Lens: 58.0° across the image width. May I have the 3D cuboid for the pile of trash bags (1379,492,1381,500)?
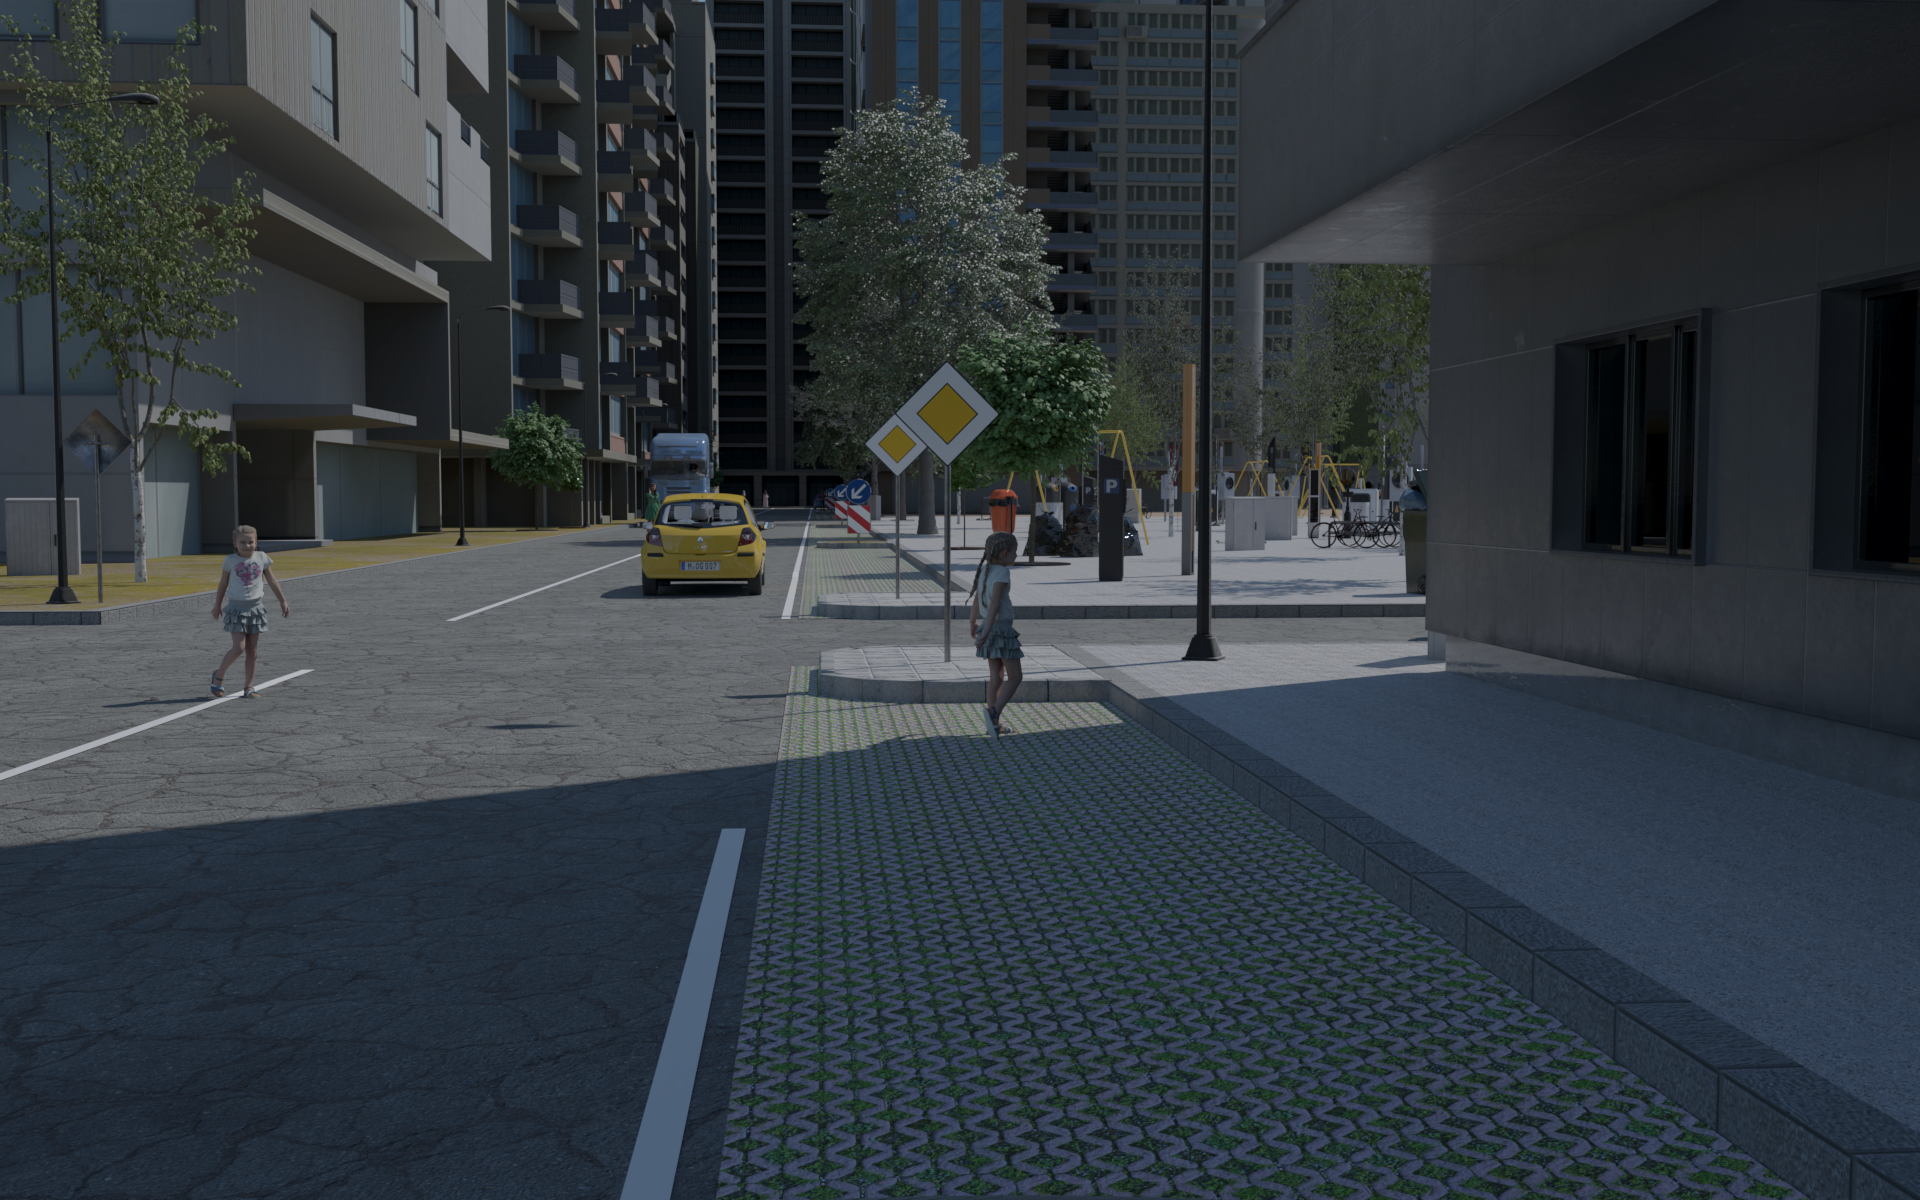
[{"bbox_3d":[23.564,-4.949,90.663,3.447,1.369,1.912,2,4,24],"label":"pile of trash bags"}]

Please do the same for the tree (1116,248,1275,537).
[{"bbox_3d":[6.457,-6.200,51.739,4.360,8.622,3.978,0,3,0],"label":"tree"}]

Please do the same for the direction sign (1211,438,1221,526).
[{"bbox_3d":[10.294,-4.739,69.483,0.379,3.537,0.876,1,4,15],"label":"direction sign"}]

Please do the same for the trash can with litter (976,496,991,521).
[{"bbox_3d":[1.661,-4.483,84.354,2.233,1.210,1.678,-2,4,-27],"label":"trash can with litter"}]

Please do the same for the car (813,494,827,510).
[{"bbox_3d":[-12.505,-8.970,158.653,2.014,1.417,4.499,0,4,-5],"label":"car"}]

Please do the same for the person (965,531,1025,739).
[{"bbox_3d":[0.158,0.200,10.249,0.382,1.210,0.505,-2,4,-30],"label":"person"}]

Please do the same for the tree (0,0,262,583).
[{"bbox_3d":[-11.837,-4.546,24.683,4.737,8.622,4.395,0,3,0],"label":"tree"}]

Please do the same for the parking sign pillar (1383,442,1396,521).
[{"bbox_3d":[20.080,-5.657,80.959,1.447,3.967,1.447,0,4,5],"label":"parking sign pillar"}]

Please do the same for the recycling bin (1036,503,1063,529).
[{"bbox_3d":[2.583,-2.367,51.251,0.722,1.027,0.722,2,4,28],"label":"recycling bin"}]

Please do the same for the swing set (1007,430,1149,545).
[{"bbox_3d":[2.687,-2.800,43.402,3.119,2.851,2.862,3,4,36],"label":"swing set"}]

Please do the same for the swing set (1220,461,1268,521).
[{"bbox_3d":[14.120,-5.169,82.138,2.862,2.851,3.119,0,4,-7],"label":"swing set"}]

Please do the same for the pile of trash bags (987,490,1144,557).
[{"bbox_3d":[2.017,-1.584,35.651,3.447,1.369,1.912,-3,4,-37],"label":"pile of trash bags"}]

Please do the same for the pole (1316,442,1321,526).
[{"bbox_3d":[14.162,-4.564,68.472,0.158,3.312,0.155,0,3,0],"label":"pole"}]

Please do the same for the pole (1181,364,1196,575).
[{"bbox_3d":[3.601,-2.045,27.279,0.158,3.312,0.155,0,3,0],"label":"pole"}]

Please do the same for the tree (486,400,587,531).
[{"bbox_3d":[-14.794,-4.700,60.554,4.285,4.588,4.351,0,3,0],"label":"tree"}]

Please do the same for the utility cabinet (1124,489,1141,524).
[{"bbox_3d":[7.197,-4.028,74.534,1.173,1.500,0.318,2,4,28],"label":"utility cabinet"}]

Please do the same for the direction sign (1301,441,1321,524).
[{"bbox_3d":[15.090,-5.047,74.523,0.876,3.537,0.379,0,4,-2],"label":"direction sign"}]

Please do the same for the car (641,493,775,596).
[{"bbox_3d":[-3.780,-0.959,25.897,2.015,1.641,3.980,0,4,-5],"label":"car"}]

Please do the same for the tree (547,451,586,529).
[{"bbox_3d":[-14.477,-4.289,64.733,1.663,3.219,1.824,0,3,0],"label":"tree"}]

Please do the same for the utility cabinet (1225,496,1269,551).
[{"bbox_3d":[6.496,-1.728,39.418,1.020,1.237,0.306,-3,4,-36],"label":"utility cabinet"}]

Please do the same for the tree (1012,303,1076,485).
[{"bbox_3d":[2.966,-7.070,65.963,4.360,8.622,3.978,0,3,0],"label":"tree"}]

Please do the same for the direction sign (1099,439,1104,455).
[{"bbox_3d":[5.830,-4.860,71.465,0.379,3.537,0.876,1,4,16],"label":"direction sign"}]

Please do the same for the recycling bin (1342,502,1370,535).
[{"bbox_3d":[12.153,-2.485,53.176,0.722,1.027,0.722,1,4,22],"label":"recycling bin"}]

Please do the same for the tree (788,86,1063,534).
[{"bbox_3d":[-1.017,-9.062,54.822,9.857,13.997,8.962,0,3,0],"label":"tree"}]

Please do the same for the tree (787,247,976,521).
[{"bbox_3d":[-2.725,-10.589,83.503,12.009,13.543,11.850,0,3,0],"label":"tree"}]

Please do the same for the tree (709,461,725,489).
[{"bbox_3d":[-21.757,-10.058,148.167,4.285,4.588,4.351,0,3,0],"label":"tree"}]

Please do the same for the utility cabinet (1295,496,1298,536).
[{"bbox_3d":[10.191,-2.611,53.850,0.306,1.237,1.020,-1,4,-8],"label":"utility cabinet"}]

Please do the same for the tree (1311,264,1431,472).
[{"bbox_3d":[7.333,-4.626,26.002,4.737,8.622,4.395,0,3,0],"label":"tree"}]

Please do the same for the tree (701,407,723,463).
[{"bbox_3d":[-21.958,-11.778,142.933,4.360,8.622,3.978,0,3,0],"label":"tree"}]

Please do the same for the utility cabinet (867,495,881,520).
[{"bbox_3d":[-4.196,-4.499,84.718,0.306,1.237,1.020,-2,4,-27],"label":"utility cabinet"}]

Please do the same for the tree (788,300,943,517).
[{"bbox_3d":[-4.914,-11.026,97.280,9.611,12.733,9.660,0,3,0],"label":"tree"}]

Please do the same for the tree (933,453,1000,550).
[{"bbox_3d":[0.101,-2.766,39.821,1.663,3.219,1.824,0,3,0],"label":"tree"}]

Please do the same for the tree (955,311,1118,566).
[{"bbox_3d":[1.256,-2.907,31.241,4.285,4.588,4.351,0,3,0],"label":"tree"}]

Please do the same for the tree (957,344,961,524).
[{"bbox_3d":[-0.286,-7.532,73.517,4.737,8.622,4.395,0,3,0],"label":"tree"}]

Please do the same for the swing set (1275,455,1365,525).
[{"bbox_3d":[14.667,-4.487,70.983,2.862,2.851,3.119,0,4,-3],"label":"swing set"}]

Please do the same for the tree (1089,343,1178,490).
[{"bbox_3d":[7.847,-8.201,84.450,4.737,8.622,4.395,0,3,0],"label":"tree"}]

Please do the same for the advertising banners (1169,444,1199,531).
[{"bbox_3d":[7.953,-3.941,60.621,0.090,3.025,2.074,-2,4,-31],"label":"advertising banners"}]

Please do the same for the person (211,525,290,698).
[{"bbox_3d":[-5.035,0.076,12.273,0.505,1.210,0.382,-3,4,-38],"label":"person"}]

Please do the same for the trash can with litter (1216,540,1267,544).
[{"bbox_3d":[7.187,-2.093,45.277,1.678,1.210,2.233,2,4,30],"label":"trash can with litter"}]

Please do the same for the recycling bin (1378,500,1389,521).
[{"bbox_3d":[19.179,-4.061,78.954,0.722,1.027,0.722,1,4,16],"label":"recycling bin"}]

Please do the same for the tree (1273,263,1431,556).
[{"bbox_3d":[8.983,-5.226,35.809,4.360,8.622,3.978,0,3,0],"label":"tree"}]

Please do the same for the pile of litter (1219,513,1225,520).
[{"bbox_3d":[13.663,-4.419,86.217,1.719,0.858,1.176,0,4,6],"label":"pile of litter"}]

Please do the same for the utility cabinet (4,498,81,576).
[{"bbox_3d":[-14.514,-0.994,27.420,1.020,1.237,0.306,-1,4,-21],"label":"utility cabinet"}]

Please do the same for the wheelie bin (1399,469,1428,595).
[{"bbox_3d":[6.073,-0.879,22.281,0.980,1.594,0.693,-1,4,-22],"label":"wheelie bin"}]

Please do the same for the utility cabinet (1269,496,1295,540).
[{"bbox_3d":[8.736,-2.270,48.277,1.020,1.237,0.306,1,4,15],"label":"utility cabinet"}]

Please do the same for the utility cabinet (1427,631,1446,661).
[{"bbox_3d":[4.044,-0.156,13.714,0.306,1.237,1.020,3,5,39],"label":"utility cabinet"}]

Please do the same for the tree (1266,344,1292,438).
[{"bbox_3d":[15.766,-7.785,77.640,4.737,8.622,4.395,0,3,0],"label":"tree"}]
